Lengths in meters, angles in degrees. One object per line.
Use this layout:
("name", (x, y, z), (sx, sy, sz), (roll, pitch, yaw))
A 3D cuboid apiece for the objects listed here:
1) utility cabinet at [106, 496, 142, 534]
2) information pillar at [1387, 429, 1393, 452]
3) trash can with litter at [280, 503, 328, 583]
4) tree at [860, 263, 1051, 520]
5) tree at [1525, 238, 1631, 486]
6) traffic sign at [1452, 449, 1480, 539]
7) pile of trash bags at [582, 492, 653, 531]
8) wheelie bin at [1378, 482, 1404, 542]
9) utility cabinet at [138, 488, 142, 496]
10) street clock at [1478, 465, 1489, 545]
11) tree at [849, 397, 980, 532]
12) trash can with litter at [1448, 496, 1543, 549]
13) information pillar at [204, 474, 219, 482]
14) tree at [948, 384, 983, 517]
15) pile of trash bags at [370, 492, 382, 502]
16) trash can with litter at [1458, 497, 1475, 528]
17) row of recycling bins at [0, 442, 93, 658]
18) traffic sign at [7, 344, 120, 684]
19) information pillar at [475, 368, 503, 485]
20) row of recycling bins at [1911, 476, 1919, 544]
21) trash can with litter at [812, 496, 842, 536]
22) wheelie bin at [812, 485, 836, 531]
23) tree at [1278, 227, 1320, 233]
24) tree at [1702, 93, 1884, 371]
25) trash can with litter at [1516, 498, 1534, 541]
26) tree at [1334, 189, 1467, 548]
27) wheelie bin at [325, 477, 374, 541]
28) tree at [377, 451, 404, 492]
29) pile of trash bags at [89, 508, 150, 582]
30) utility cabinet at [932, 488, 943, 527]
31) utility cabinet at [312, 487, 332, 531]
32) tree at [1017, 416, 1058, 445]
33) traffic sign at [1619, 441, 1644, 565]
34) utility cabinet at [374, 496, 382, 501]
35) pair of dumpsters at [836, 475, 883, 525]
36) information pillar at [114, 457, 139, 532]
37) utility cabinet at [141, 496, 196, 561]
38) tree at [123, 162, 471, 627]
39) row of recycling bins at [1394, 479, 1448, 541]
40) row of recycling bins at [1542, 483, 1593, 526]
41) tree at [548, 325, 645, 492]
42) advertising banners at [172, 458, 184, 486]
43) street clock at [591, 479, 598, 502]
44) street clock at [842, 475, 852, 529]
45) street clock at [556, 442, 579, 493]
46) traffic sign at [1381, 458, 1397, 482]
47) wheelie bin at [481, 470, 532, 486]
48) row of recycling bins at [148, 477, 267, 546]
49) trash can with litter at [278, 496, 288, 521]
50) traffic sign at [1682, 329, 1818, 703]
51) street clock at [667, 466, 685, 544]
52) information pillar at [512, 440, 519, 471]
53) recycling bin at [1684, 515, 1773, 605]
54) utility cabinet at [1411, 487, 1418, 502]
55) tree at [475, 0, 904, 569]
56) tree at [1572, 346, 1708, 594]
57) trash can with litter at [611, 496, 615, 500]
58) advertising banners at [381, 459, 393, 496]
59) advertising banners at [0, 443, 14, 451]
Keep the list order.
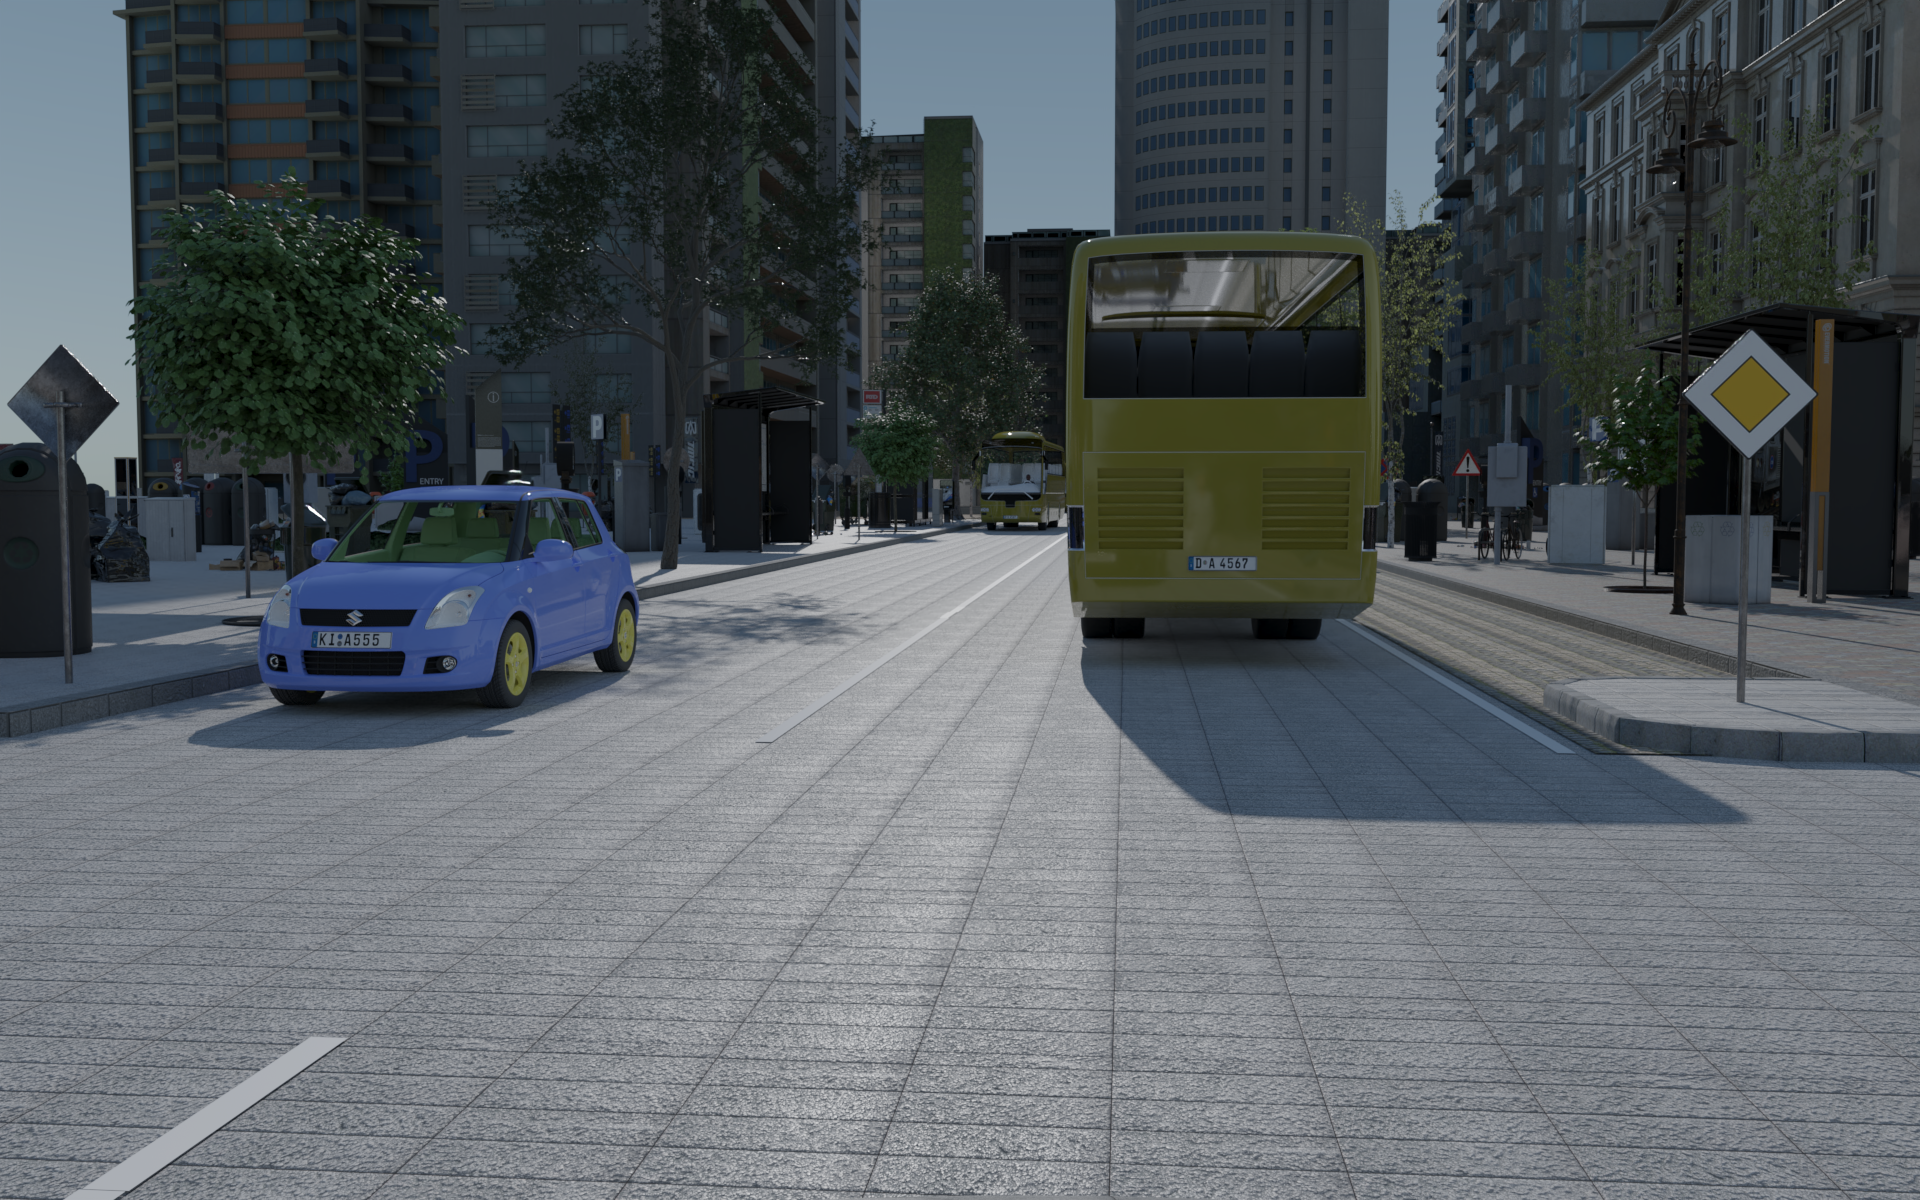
("utility cabinet", (-22.825, -2.222, 47.490), (1.020, 1.237, 0.306), (-1, 4, -18))
("information pillar", (15.071, -4.246, 60.777), (0.183, 3.616, 0.504), (0, 3, 0))
("trash can with litter", (-8.568, -0.718, 23.130), (1.055, 1.170, 0.624), (2, 4, 30))
("tree", (-0.143, -10.348, 86.193), (9.611, 12.733, 9.660), (0, 3, 0))
("tree", (18.747, -6.141, 50.762), (4.737, 8.622, 4.395), (0, 3, 0))
("traffic sign", (14.603, -3.050, 49.869), (0.884, 2.594, 0.081), (0, 4, 7))
("pile of trash bags", (-13.022, -3.384, 65.080), (3.447, 1.369, 1.912), (3, 4, 36))
("wheelie bin", (11.400, -2.342, 46.203), (0.693, 1.594, 0.980), (-2, 4, -24))
("utility cabinet", (-27.192, -2.955, 56.994), (0.318, 1.500, 1.173), (-3, 4, -38))
("street clock", (13.074, -2.359, 43.139), (0.358, 2.002, 0.471), (1, 4, 11))
("tree", (-2.114, -4.583, 58.647), (4.285, 4.588, 4.351), (0, 3, 0))
("trash can with litter", (12.800, -1.842, 41.169), (1.678, 1.210, 2.233), (-2, 4, -25))
("information pillar", (-25.808, -4.179, 59.686), (0.504, 3.616, 0.183), (-1, 4, -19))
("tree", (0.874, -9.057, 98.442), (4.360, 8.622, 3.978), (0, 3, 0))
("pile of trash bags", (-23.201, -3.875, 73.115), (3.447, 1.369, 1.912), (-2, 4, -24))
("trash can with litter", (19.233, -3.329, 65.810), (0.624, 1.170, 1.055), (1, 4, 13))
("row of recycling bins", (-8.760, -0.427, 14.088), (3.534, 1.692, 1.069), (0, 4, 7))
("traffic sign", (-6.034, -0.491, 11.673), (0.795, 2.450, 0.064), (0, 4, 5))
("information pillar", (-8.686, -2.487, 32.021), (0.504, 3.616, 0.183), (-1, 4, -21))
("row of recycling bins", (21.954, -2.062, 40.822), (3.534, 1.692, 1.069), (3, 4, 38))
("trash can with litter", (-4.513, -2.632, 54.095), (1.678, 1.210, 2.233), (0, 4, -5))
("wheelie bin", (-4.764, -3.214, 60.459), (0.980, 1.594, 0.693), (2, 4, 32))
("tree", (14.112, -9.520, 73.783), (7.486, 12.596, 7.792), (0, 3, 0))
("tree", (15.257, -5.035, 32.687), (4.737, 8.622, 4.395), (0, 3, 0))
("trash can with litter", (15.408, -2.208, 47.487), (0.624, 1.170, 1.055), (1, 4, 19))
("tree", (10.080, -5.554, 41.169), (4.360, 8.622, 3.978), (0, 3, 0))
("wheelie bin", (-11.460, -1.508, 32.557), (0.980, 1.594, 0.693), (1, 4, 23))
("tree", (-25.045, -5.021, 76.692), (1.663, 3.219, 1.824), (0, 3, 0))
("pile of trash bags", (-13.667, -0.932, 24.990), (3.447, 1.369, 1.912), (-3, 4, -38))
("utility cabinet", (-0.867, -3.624, 67.930), (0.318, 1.500, 1.173), (0, 4, 6))
("utility cabinet", (-20.264, -2.861, 55.456), (0.318, 1.500, 1.173), (2, 4, 34))
("tree", (6.683, -12.456, 154.025), (4.360, 8.622, 3.978), (0, 3, 0))
("traffic sign", (12.204, -1.786, 31.339), (0.606, 2.300, 0.079), (1, 4, 12))
("utility cabinet", (-21.597, -3.326, 65.542), (1.020, 1.237, 0.306), (-2, 4, -31))
("pair of dumpsters", (-4.187, -4.313, 73.008), (1.574, 2.255, 4.437), (0, 4, 5))
("information pillar", (-16.608, -1.837, 34.533), (0.304, 2.012, 0.304), (1, 4, 10))
("utility cabinet", (-15.152, -1.350, 33.238), (1.020, 1.237, 0.306), (2, 4, 24))
("tree", (-6.625, -2.050, 17.239), (4.285, 4.588, 4.351), (0, 3, 0))
("row of recycling bins", (11.636, -2.489, 47.809), (3.534, 1.692, 1.069), (1, 4, 13))
("row of recycling bins", (22.174, -3.522, 64.694), (3.534, 1.692, 1.069), (0, 4, -8))
("tree", (-15.936, -7.618, 74.913), (4.360, 8.622, 3.978), (0, 3, 0))
("advertising banners", (-36.755, -5.321, 83.184), (2.074, 3.025, 0.090), (0, 4, -5))
("street clock", (-17.191, -4.706, 81.507), (0.471, 2.002, 0.358), (-1, 4, -16))
("street clock", (-4.157, -3.618, 63.719), (0.358, 2.002, 0.471), (-1, 4, -16))
("street clock", (-5.465, -1.192, 24.055), (0.358, 2.002, 0.471), (-1, 4, -9))
("traffic sign", (14.909, -3.690, 60.437), (0.768, 2.556, 0.104), (1, 4, 11))
("wheelie bin", (-6.076, -0.938, 23.250), (0.693, 1.594, 0.980), (2, 4, 29))
("row of recycling bins", (-18.982, -2.237, 43.695), (3.534, 1.692, 1.069), (1, 4, 21))
("trash can with litter", (-32.900, -4.375, 82.589), (2.233, 1.210, 1.678), (0, 4, -5))
("traffic sign", (4.808, -0.426, 10.612), (0.795, 2.450, 0.064), (0, 4, 5))
("street clock", (-7.236, -2.421, 44.147), (0.358, 2.002, 0.471), (-3, 5, -43))
("information pillar", (-19.425, -5.163, 75.775), (0.183, 3.616, 0.504), (1, 4, 10))
("recycling bin", (9.061, -0.482, 20.428), (0.722, 1.027, 0.722), (-3, 4, -36))
("utility cabinet", (14.288, -2.811, 54.634), (1.173, 1.500, 0.318), (-2, 4, -26))
("tree", (-4.654, -5.798, 29.218), (7.601, 10.594, 8.767), (1, 4, 14))
("tree", (8.890, -1.721, 22.741), (1.663, 3.219, 1.824), (0, 3, 0))
("trash can with litter", (-17.123, -4.708, 88.035), (2.233, 1.210, 1.678), (0, 4, 2))
("advertising banners", (-28.705, -5.553, 86.987), (0.090, 3.025, 2.074), (0, 4, 4))
("advertising banners", (-32.087, -3.886, 59.727), (2.074, 3.025, 0.090), (0, 4, 1))
